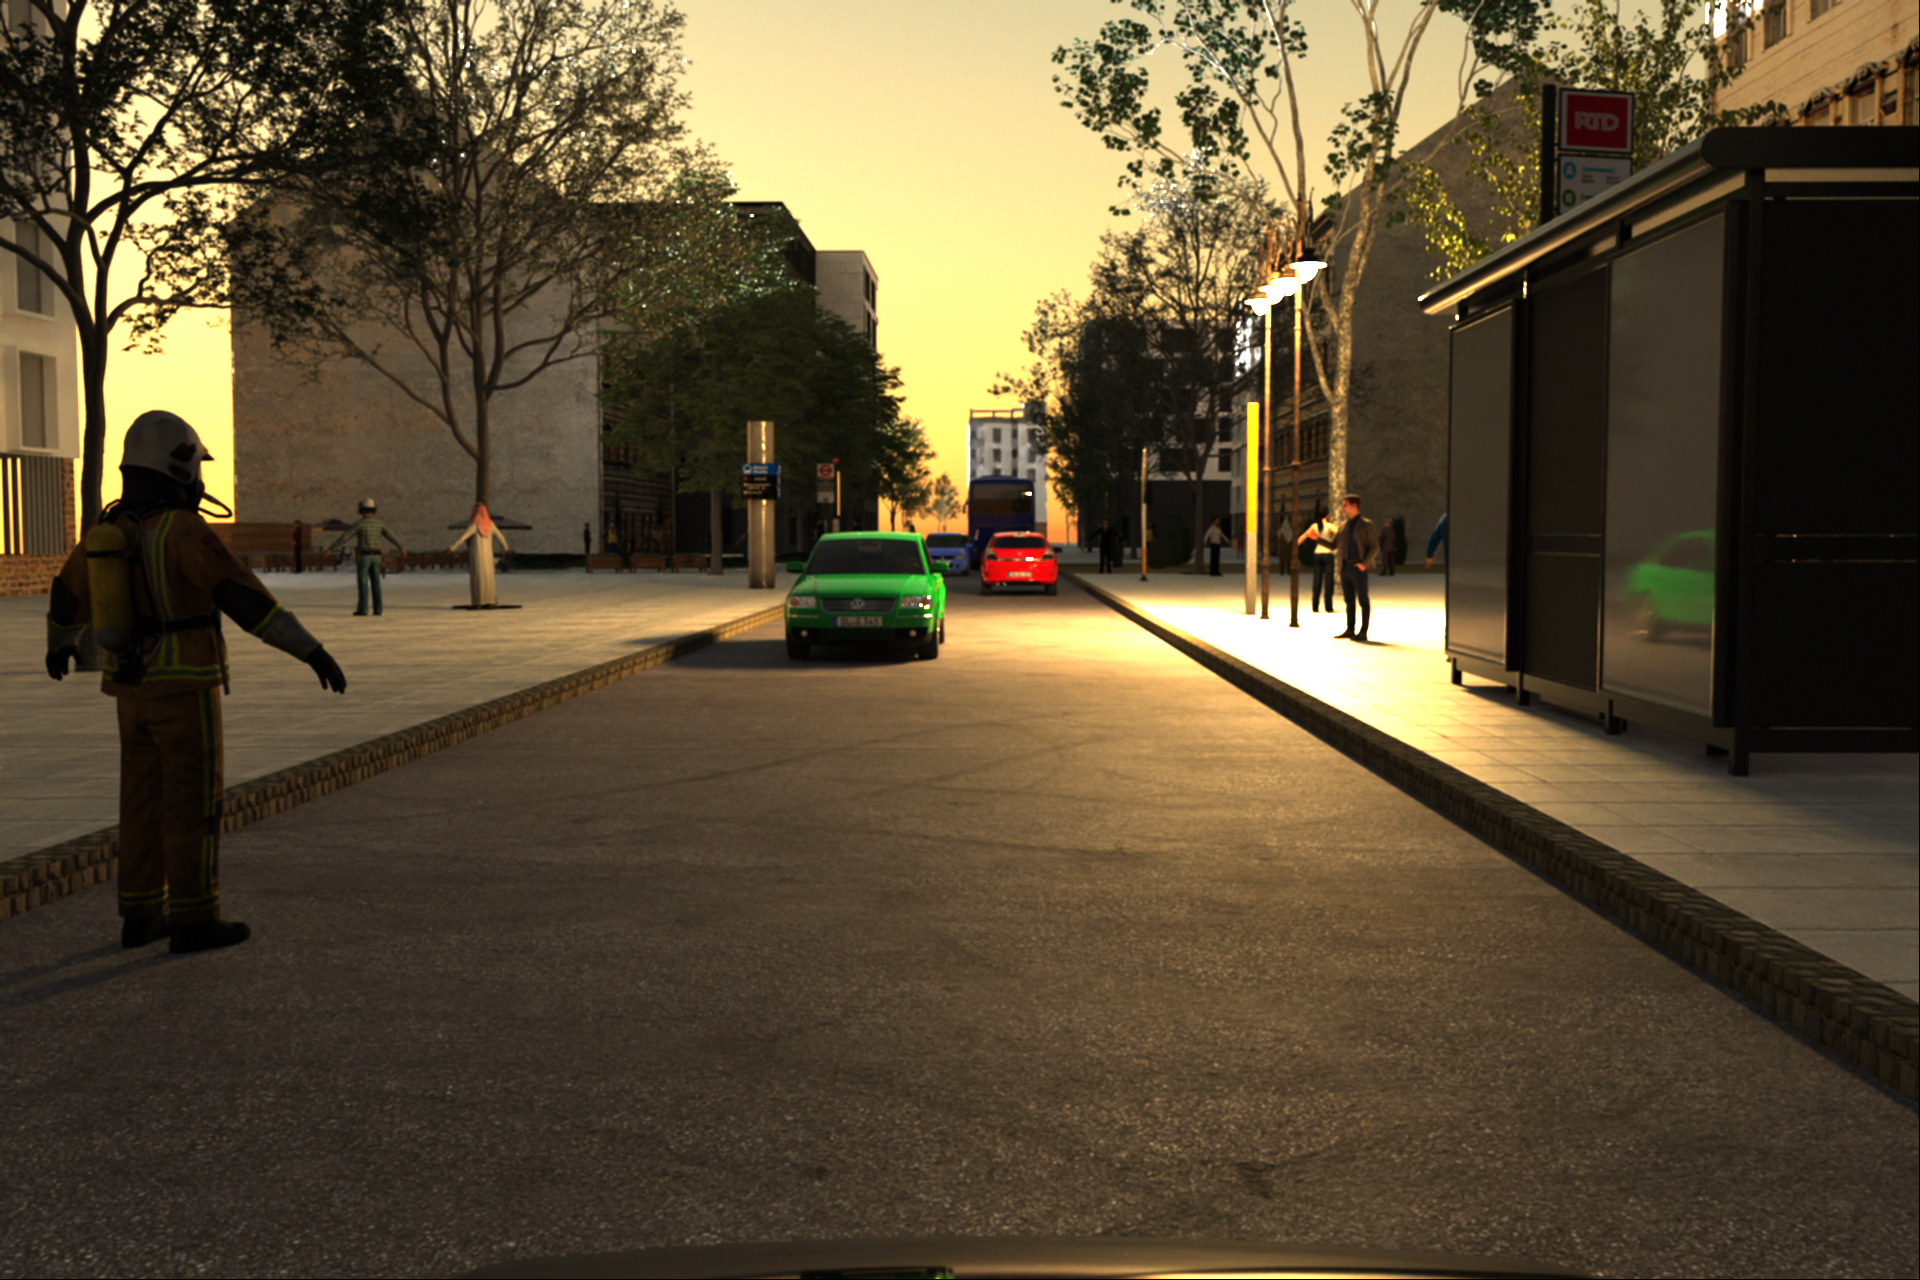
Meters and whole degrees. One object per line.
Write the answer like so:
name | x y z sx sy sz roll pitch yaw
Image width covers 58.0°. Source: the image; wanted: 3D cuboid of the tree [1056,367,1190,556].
tree | 9.584 -10.773 101.892 9.928 11.665 9.643 0 3 0

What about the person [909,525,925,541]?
person | -1.922 -3.709 69.234 1.348 1.813 0.705 -1 4 -13

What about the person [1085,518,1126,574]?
person | 4.723 -3.062 56.256 1.347 1.806 0.705 0 4 8

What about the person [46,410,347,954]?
person | -2.737 0.134 6.030 1.354 1.858 0.705 2 4 23

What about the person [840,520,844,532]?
person | -4.292 -3.355 61.078 0.704 1.802 1.346 0 4 7

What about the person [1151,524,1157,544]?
person | 10.501 -5.336 93.387 0.704 1.843 1.345 1 4 11

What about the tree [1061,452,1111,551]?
tree | 9.240 -10.934 129.136 4.737 8.622 4.395 0 3 0

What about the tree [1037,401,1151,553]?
tree | 9.244 -11.932 120.837 9.928 11.665 9.643 0 3 0

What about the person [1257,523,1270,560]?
person | 14.994 -4.872 85.519 0.705 1.847 1.347 -1 4 -22

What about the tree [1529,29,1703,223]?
tree | 26.804 -12.914 67.026 12.611 20.169 13.585 0 3 0

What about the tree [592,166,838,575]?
tree | -7.750 -8.343 54.532 7.486 12.596 7.792 0 3 0

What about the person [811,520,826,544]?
person | -5.577 -3.898 69.505 0.705 1.856 1.354 -3 5 -44

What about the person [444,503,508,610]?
person | -8.132 -1.417 29.322 0.704 1.811 1.347 2 4 34

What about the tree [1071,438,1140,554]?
tree | 9.364 -9.931 112.732 4.737 8.622 4.395 0 3 0

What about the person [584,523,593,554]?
person | -18.036 -4.762 83.990 0.704 1.812 1.346 -1 4 -21

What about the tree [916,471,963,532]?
tree | -2.936 -19.580 254.536 7.601 10.594 8.767 0 4 2

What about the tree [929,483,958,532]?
tree | -1.874 -18.192 247.808 4.360 8.622 3.978 0 3 0

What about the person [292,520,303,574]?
person | -21.614 -3.029 56.328 0.721 1.729 1.215 -1 4 -19

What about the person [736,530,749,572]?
person | -7.014 -3.207 58.560 1.347 1.817 0.704 2 4 35

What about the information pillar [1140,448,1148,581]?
information pillar | 5.057 -3.441 47.610 0.183 3.616 0.504 0 4 1

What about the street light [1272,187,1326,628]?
street light | 4.586 -3.107 23.591 0.468 5.910 1.993 0 4 1

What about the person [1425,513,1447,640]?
person | 5.489 -0.796 18.902 0.705 1.842 1.347 -2 4 -25

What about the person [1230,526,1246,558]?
person | 14.909 -5.203 91.873 1.217 1.733 0.721 2 4 26

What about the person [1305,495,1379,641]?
person | 4.623 -0.881 20.982 0.750 1.759 0.617 -1 4 -16

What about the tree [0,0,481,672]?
tree | -7.923 -5.002 16.192 8.767 10.594 7.601 3 5 40

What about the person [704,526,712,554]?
person | -12.142 -4.749 84.373 0.721 1.740 1.216 1 4 17

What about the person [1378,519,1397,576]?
person | 13.132 -2.861 53.379 0.990 1.755 0.434 -3 4 -37

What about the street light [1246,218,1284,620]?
street light | 4.563 -3.239 25.748 0.468 5.910 1.993 0 4 1

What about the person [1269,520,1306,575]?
person | 10.239 -2.901 54.204 1.217 1.736 0.721 2 4 32

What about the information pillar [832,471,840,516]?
information pillar | -4.631 -4.485 64.640 0.184 3.620 1.656 0 4 1

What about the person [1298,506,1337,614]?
person | 5.912 -1.296 27.997 1.217 1.737 0.721 3 4 36

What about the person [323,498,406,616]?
person | -9.356 -1.316 27.354 1.345 1.849 0.704 -3 5 -43

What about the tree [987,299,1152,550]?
tree | 8.995 -17.396 140.308 12.611 20.169 13.585 0 3 0

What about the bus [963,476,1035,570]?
bus | 1.576 -4.917 71.934 2.896 3.916 12.251 0 3 0

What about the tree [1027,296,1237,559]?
tree | 8.911 -10.890 88.429 12.009 13.543 11.850 0 3 0

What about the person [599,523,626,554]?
person | -15.691 -4.390 78.240 1.216 1.772 0.721 -1 4 -20

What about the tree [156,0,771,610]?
tree | -8.286 -7.281 29.414 12.009 13.543 11.850 0 3 0

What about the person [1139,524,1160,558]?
person | 10.012 -5.213 91.205 1.349 1.833 0.705 2 4 32

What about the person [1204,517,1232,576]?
person | 7.823 -2.860 52.914 0.704 1.810 1.344 3 5 45

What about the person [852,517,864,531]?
person | -3.416 -3.130 57.103 0.705 1.837 1.347 2 4 33

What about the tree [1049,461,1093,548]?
tree | 10.296 -12.952 162.134 4.737 8.622 4.395 0 3 0
